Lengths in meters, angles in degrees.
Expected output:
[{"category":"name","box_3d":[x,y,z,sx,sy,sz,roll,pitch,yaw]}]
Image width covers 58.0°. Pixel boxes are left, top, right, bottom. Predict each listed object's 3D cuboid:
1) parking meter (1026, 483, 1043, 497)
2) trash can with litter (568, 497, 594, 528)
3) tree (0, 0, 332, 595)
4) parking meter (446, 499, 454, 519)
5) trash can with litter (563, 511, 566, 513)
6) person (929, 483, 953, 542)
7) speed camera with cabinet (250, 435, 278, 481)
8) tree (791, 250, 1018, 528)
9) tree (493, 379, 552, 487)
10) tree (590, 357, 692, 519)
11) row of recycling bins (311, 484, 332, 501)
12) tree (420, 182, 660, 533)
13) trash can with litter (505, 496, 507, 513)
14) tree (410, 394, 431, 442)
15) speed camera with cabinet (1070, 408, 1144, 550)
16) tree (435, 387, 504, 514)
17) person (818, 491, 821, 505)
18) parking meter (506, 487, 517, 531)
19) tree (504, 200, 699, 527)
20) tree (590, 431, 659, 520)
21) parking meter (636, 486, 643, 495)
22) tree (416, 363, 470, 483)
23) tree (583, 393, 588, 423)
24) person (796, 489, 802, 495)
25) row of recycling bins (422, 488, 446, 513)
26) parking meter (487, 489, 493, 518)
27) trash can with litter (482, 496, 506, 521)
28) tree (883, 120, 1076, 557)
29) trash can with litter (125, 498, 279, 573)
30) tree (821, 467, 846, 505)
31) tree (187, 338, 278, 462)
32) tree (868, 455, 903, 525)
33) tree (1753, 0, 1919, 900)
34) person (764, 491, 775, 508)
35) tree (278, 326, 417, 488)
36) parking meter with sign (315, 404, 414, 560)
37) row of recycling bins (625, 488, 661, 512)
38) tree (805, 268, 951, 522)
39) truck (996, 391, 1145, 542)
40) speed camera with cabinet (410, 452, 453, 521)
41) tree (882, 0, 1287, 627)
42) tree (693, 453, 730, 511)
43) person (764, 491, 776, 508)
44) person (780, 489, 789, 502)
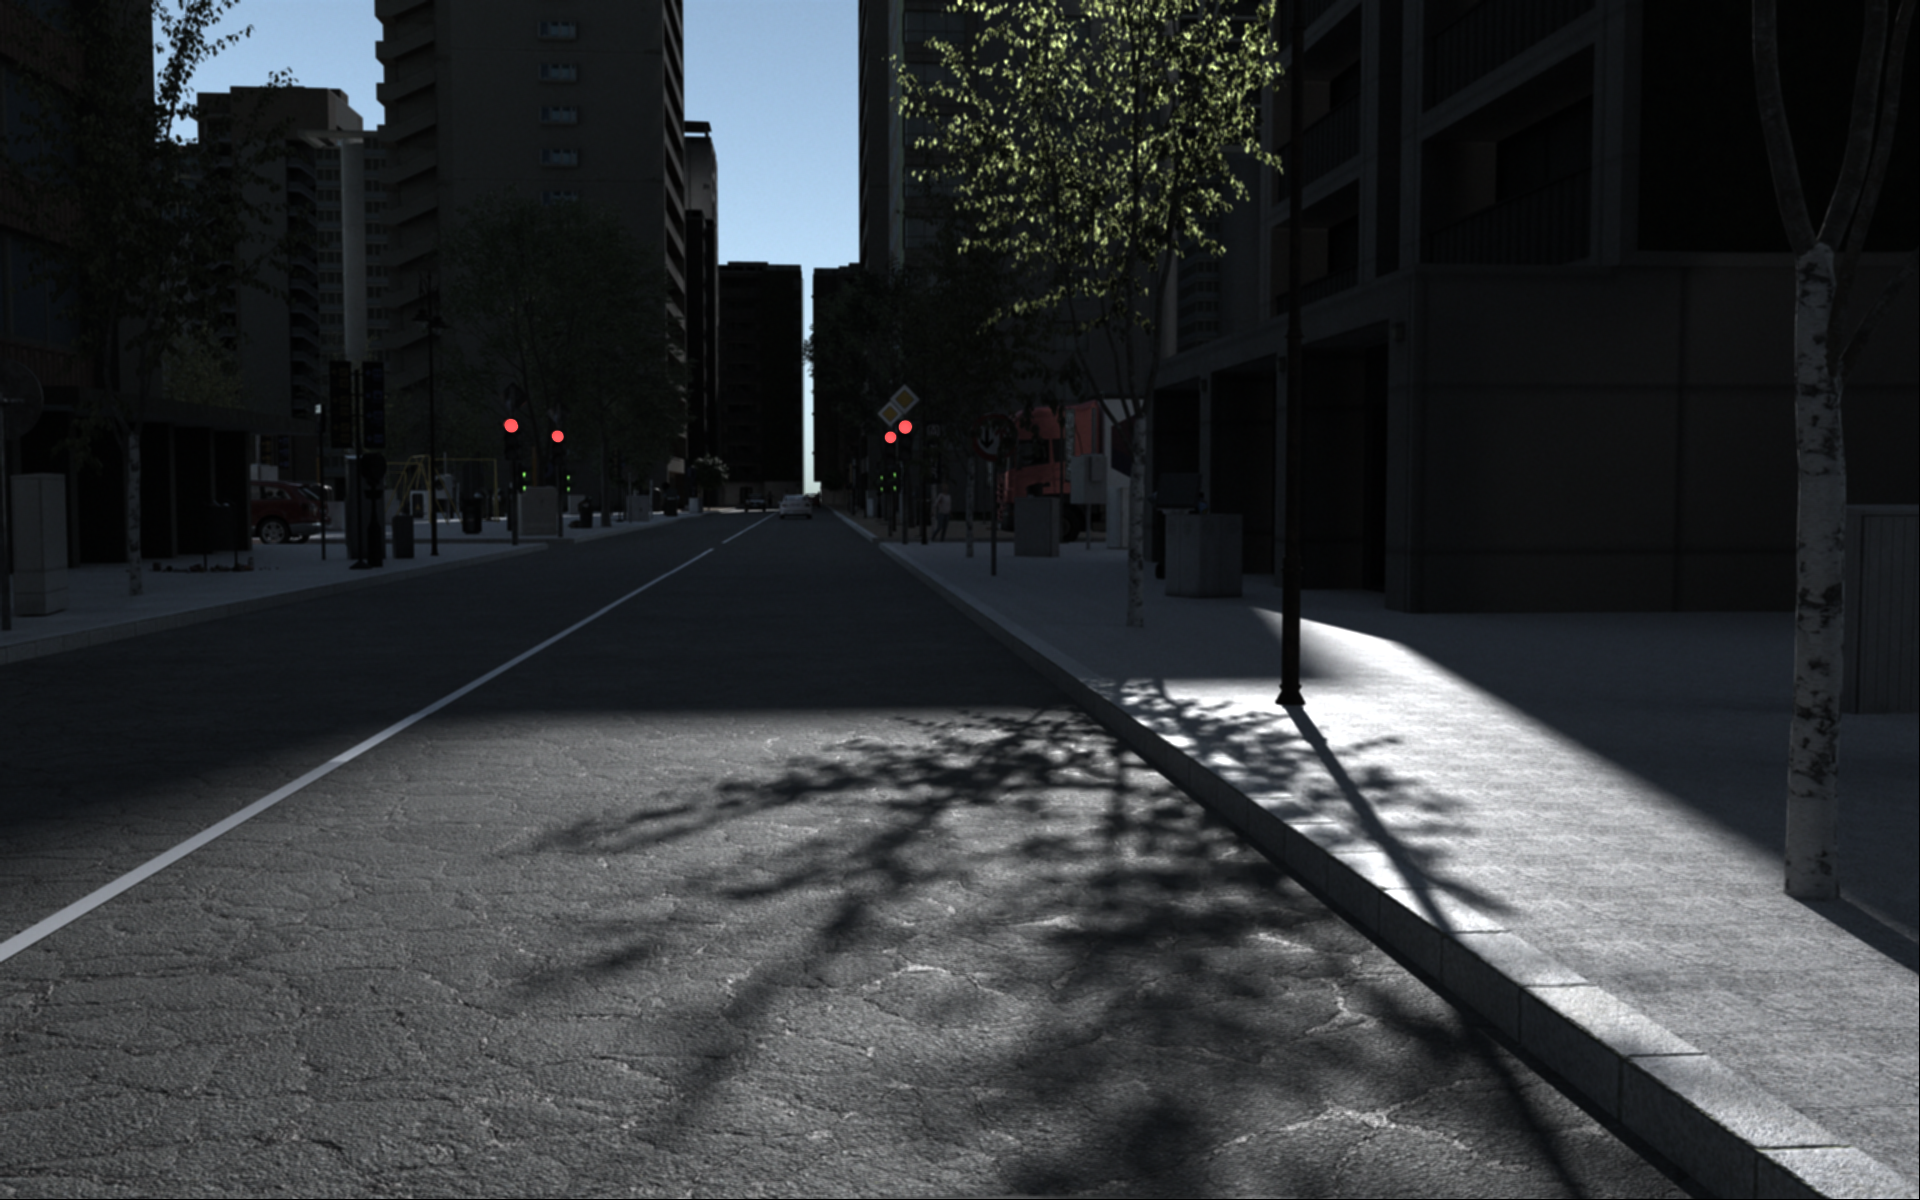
[{"category":"parking meter","box_3d":[1.634,-1.815,38.091,0.372,1.533,0.369,0,3,0]},{"category":"trash can with litter","box_3d":[-14.232,-3.273,64.900,1.055,1.170,0.624,2,4,25]},{"category":"tree","box_3d":[-10.437,-4.383,22.022,4.737,8.622,4.395,0,3,0]},{"category":"parking meter","box_3d":[-26.481,-4.983,89.880,0.372,1.533,0.369,0,3,0]},{"category":"trash can with litter","box_3d":[-27.557,-6.551,118.165,2.233,1.210,1.678,1,4,22]},{"category":"person","box_3d":[-0.594,-2.327,47.225,0.598,1.740,0.731,2,4,32]},{"category":"speed camera with cabinet","box_3d":[-20.947,-3.599,53.187,2.038,3.252,0.660,2,4,34]},{"category":"tree","box_3d":[-1.920,-8.038,65.833,8.767,10.594,7.601,-1,4,-18]},{"category":"tree","box_3d":[-26.507,-9.552,106.537,4.360,8.622,3.978,0,3,0]},{"category":"tree","box_3d":[-16.123,-8.578,90.612,4.737,8.622,4.395,0,3,0]},{"category":"row of recycling bins","box_3d":[-26.045,-3.863,70.279,1.069,1.692,3.534,-1,4,-17]},{"category":"tree","box_3d":[-13.805,-8.040,57.205,9.928,11.665,9.643,0,3,0]},{"category":"trash can with litter","box_3d":[-30.435,-6.372,115.562,0.624,1.170,1.055,-2,4,-25]},{"category":"tree","box_3d":[-35.645,-9.618,107.618,4.737,8.622,4.395,0,3,0]},{"category":"speed camera with cabinet","box_3d":[3.538,-2.817,40.389,2.038,3.252,0.660,-2,4,-34]},{"category":"tree","box_3d":[-33.138,-10.023,114.244,4.737,8.622,4.395,0,3,0]},{"category":"person","box_3d":[-16.213,-11.639,199.461,0.621,1.740,0.551,-1,4,-17]},{"category":"parking meter","box_3d":[-15.616,-3.180,60.411,0.372,1.533,0.369,0,3,0]},{"category":"tree","box_3d":[-14.300,-9.146,67.658,7.486,12.596,7.792,0,3,0]},{"category":"tree","box_3d":[-16.348,-6.182,84.782,4.285,4.588,4.351,0,3,0]},{"category":"parking meter","box_3d":[-19.414,-6.066,104.886,0.255,1.863,0.399,-3,5,-39]},{"category":"tree","box_3d":[-30.007,-9.047,98.277,4.360,8.622,3.978,0,3,0]},{"category":"tree","box_3d":[-19.273,-9.032,98.030,4.737,8.622,4.395,0,3,0]},{"category":"person","box_3d":[-10.365,-6.363,113.210,0.598,1.740,0.731,3,5,43]},{"category":"row of recycling bins","box_3d":[-36.768,-6.980,121.239,1.069,1.692,3.534,0,4,0]},{"category":"parking meter","box_3d":[-25.610,-5.248,94.223,0.372,1.533,0.369,0,3,0]},{"category":"trash can with litter","box_3d":[-22.263,-4.318,81.664,1.678,1.210,2.233,-1,4,-22]},{"category":"tree","box_3d":[0.269,-5.185,35.136,4.737,8.622,4.395,0,3,0]},{"category":"trash can with litter","box_3d":[-12.698,-1.090,28.875,2.233,1.210,1.678,0,4,-4]},{"category":"tree","box_3d":[-14.890,-13.493,204.331,4.285,4.588,4.351,0,3,0]},{"category":"tree","box_3d":[-34.166,-8.024,81.560,4.360,8.622,3.978,0,3,0]},{"category":"tree","box_3d":[-2.829,-4.788,72.887,1.663,3.219,1.824,0,3,0]},{"category":"tree","box_3d":[2.718,-3.345,5.046,4.360,8.622,3.978,0,3,0]},{"category":"person","box_3d":[-20.086,-10.606,182.622,1.217,1.736,0.721,-1,4,-20]},{"category":"tree","box_3d":[-26.628,-7.653,75.488,4.360,8.622,3.978,0,3,0]},{"category":"parking meter with sign","box_3d":[-11.734,-2.321,34.210,1.738,3.016,0.543,-2,4,-31]},{"category":"row of recycling bins","box_3d":[-22.793,-7.155,124.098,3.534,1.692,1.069,3,4,37]},{"category":"tree","box_3d":[-3.540,-9.475,80.669,9.928,11.665,9.643,0,3,0]},{"category":"truck","box_3d":[6.035,-3.651,48.615,11.283,4.237,2.839,0,4,-5]},{"category":"speed camera with cabinet","box_3d":[-24.956,-5.344,81.713,2.038,3.252,0.660,1,4,20]},{"category":"tree","box_3d":[1.596,-4.062,16.784,4.360,8.622,3.978,0,3,0]},{"category":"tree","box_3d":[-19.643,-9.259,135.098,4.285,4.588,4.351,0,3,0]},{"category":"person","box_3d":[-20.205,-10.697,184.127,1.217,1.736,0.721,-1,4,-17]},{"category":"person","box_3d":[-12.251,-6.834,120.586,0.716,1.782,0.532,2,4,32]}]
